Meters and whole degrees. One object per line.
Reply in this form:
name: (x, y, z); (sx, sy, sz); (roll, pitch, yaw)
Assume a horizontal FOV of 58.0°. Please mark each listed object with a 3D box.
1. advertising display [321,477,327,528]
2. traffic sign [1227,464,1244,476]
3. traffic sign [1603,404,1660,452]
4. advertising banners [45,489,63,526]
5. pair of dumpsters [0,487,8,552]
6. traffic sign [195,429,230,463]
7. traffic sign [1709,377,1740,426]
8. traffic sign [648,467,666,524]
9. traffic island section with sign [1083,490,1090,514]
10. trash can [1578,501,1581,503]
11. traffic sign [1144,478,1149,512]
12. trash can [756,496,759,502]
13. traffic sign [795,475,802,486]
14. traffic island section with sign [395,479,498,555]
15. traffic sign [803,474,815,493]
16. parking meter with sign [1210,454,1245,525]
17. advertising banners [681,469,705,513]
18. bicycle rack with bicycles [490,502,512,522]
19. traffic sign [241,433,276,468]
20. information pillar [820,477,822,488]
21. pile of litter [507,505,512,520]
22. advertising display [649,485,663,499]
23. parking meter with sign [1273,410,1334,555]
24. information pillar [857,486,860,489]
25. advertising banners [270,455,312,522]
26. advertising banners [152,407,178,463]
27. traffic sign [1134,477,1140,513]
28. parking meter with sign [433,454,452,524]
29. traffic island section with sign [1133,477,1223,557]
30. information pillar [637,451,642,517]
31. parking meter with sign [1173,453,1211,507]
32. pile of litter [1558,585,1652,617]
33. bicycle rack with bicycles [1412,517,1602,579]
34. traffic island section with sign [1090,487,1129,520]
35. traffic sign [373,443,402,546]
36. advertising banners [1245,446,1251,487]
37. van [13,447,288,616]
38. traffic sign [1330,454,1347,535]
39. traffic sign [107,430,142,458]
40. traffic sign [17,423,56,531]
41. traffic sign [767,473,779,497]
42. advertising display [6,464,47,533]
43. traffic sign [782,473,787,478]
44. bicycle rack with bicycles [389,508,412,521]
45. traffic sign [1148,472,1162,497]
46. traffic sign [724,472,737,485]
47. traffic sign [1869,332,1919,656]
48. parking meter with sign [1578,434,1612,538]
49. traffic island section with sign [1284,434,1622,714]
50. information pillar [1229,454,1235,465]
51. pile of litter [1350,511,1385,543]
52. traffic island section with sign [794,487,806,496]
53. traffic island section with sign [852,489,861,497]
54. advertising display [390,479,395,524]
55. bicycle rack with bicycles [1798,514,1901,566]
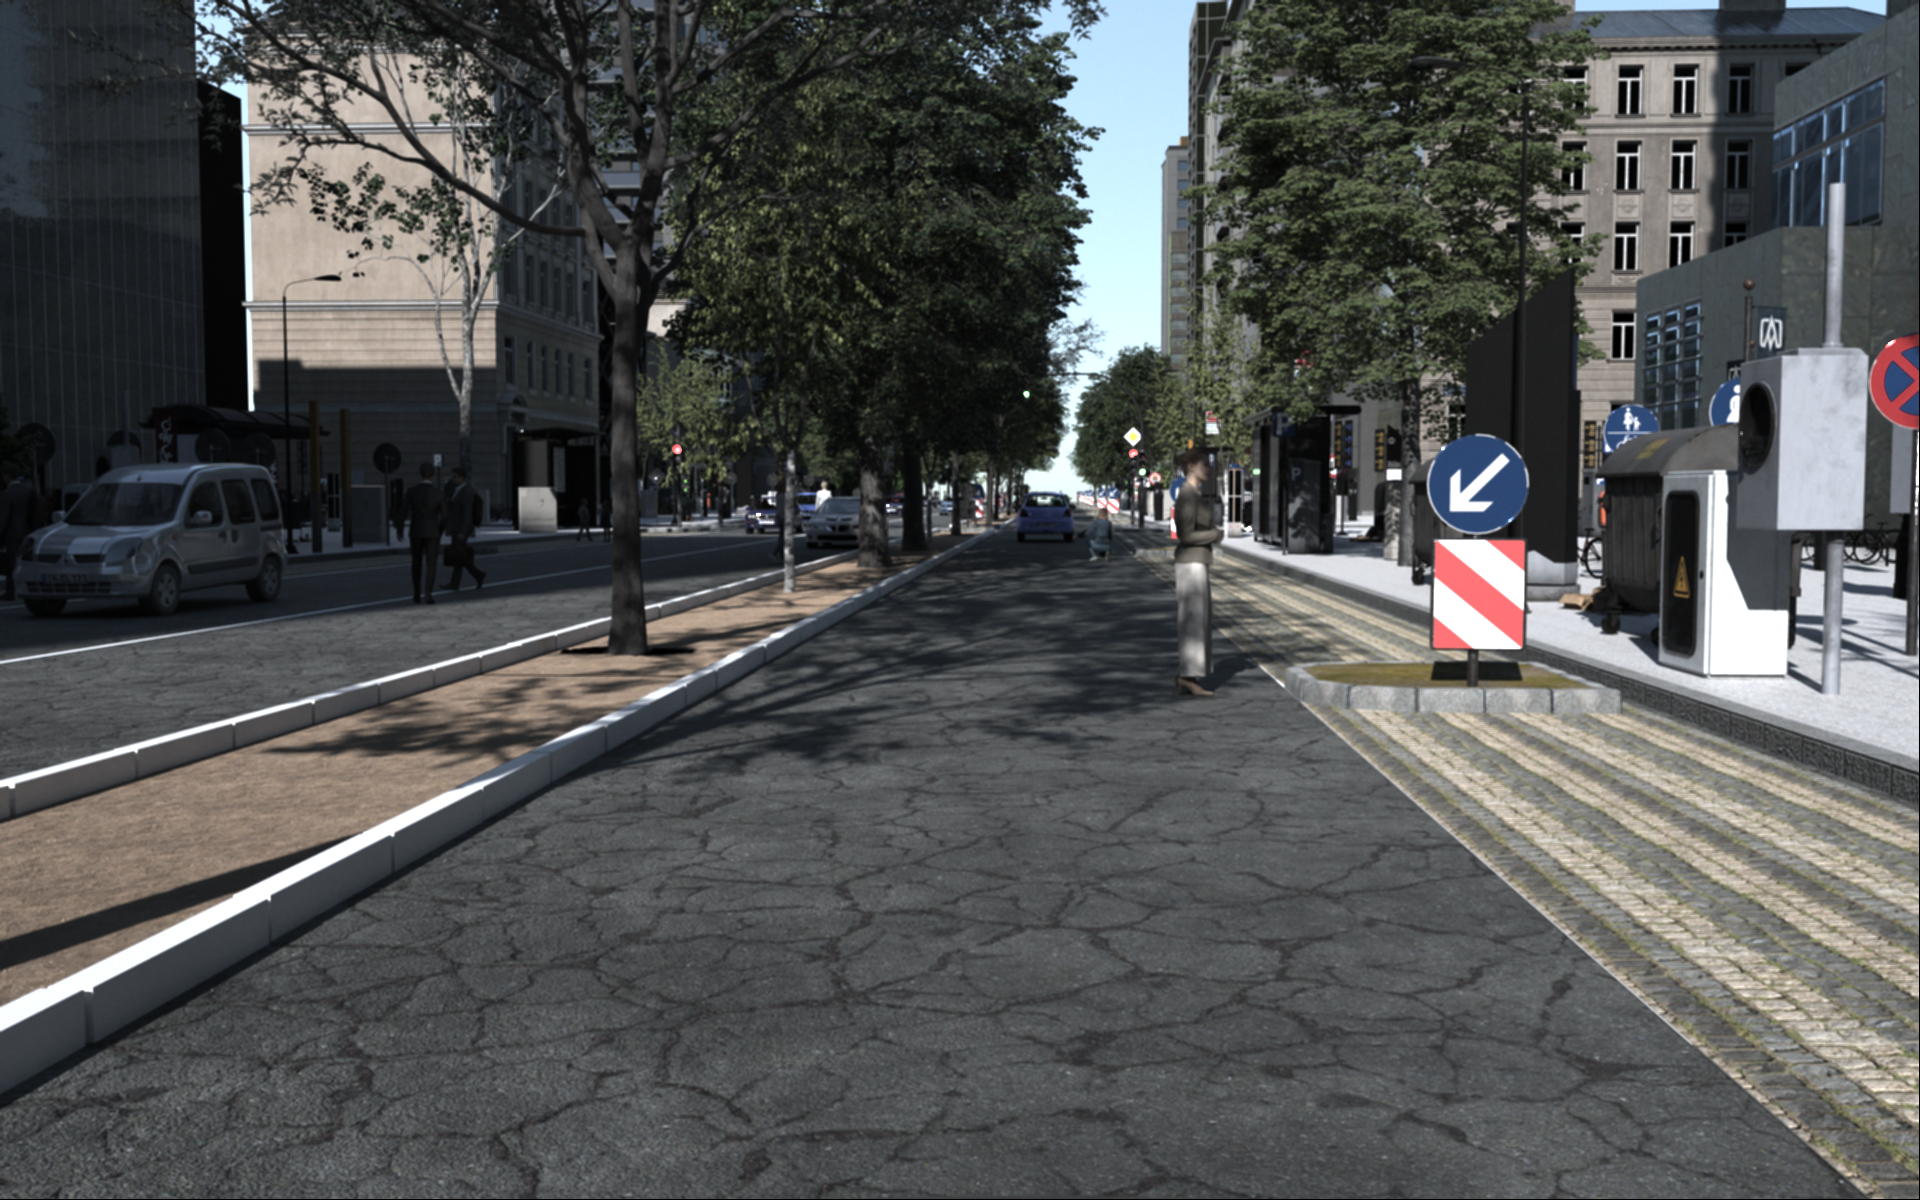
advertising display: (-24.253, -3.702, 65.747); (0.123, 1.923, 0.974); (1, 4, 19)
traffic sign: (11.476, -4.418, 72.340); (0.768, 2.556, 0.104); (0, 4, 5)
traffic sign: (9.535, -1.503, 24.683); (0.768, 2.556, 0.104); (0, 4, 7)
advertising banners: (-22.417, -2.761, 41.324); (2.074, 3.025, 0.090); (0, 4, -1)
pair of dumpsters: (-17.928, -1.634, 29.212); (1.574, 2.255, 4.437); (0, 4, 3)
traffic sign: (-14.596, -2.061, 33.809); (0.768, 2.556, 0.104); (1, 4, 12)
traffic sign: (8.484, -1.141, 18.761); (0.768, 2.556, 0.104); (1, 4, 9)
traffic sign: (-12.902, -4.439, 73.757); (0.795, 2.450, 0.064); (0, 4, 6)
traffic island section with sign: (9.938, -6.985, 122.836); (1.989, 1.847, 2.006); (0, 4, 3)
trash can: (11.992, -1.404, 34.603); (0.748, 1.137, 0.748); (0, 3, 0)
traffic sign: (11.151, -6.270, 104.649); (0.606, 2.300, 0.079); (1, 4, 8)
trash can: (-13.627, -6.293, 114.541); (0.748, 1.137, 0.748); (0, 3, 0)
traffic sign: (-11.149, -7.203, 117.769); (0.884, 2.594, 0.081); (1, 4, 9)
traffic island section with sign: (-12.198, -2.008, 41.467); (1.989, 1.847, 2.006); (0, 4, 3)
traffic sign: (-9.827, -6.878, 112.553); (0.768, 2.556, 0.104); (1, 4, 10)
parking meter with sign: (11.416, -4.624, 71.859); (1.738, 3.016, 0.543); (0, 4, 1)
advertising banners: (-18.973, -7.734, 122.634); (2.074, 3.025, 0.090); (-2, 4, -31)
bicycle rack with bicycles: (-21.877, -4.019, 79.085); (2.925, 0.926, 2.852); (-1, 4, -13)
traffic sign: (-14.700, -2.214, 36.301); (0.768, 2.556, 0.104); (0, 4, 7)
information pillar: (-10.988, -8.938, 137.495); (0.183, 3.616, 0.504); (-1, 4, -15)
pile of litter: (-21.680, -4.369, 85.392); (1.176, 0.858, 1.719); (2, 4, 26)
advertising display: (-21.887, -7.301, 124.589); (0.974, 1.923, 0.123); (-1, 4, -14)
parking meter with sign: (7.364, -2.486, 36.913); (0.543, 3.016, 1.738); (3, 5, 42)
information pillar: (-8.522, -9.389, 144.859); (0.183, 3.616, 0.504); (2, 4, 27)
advertising banners: (-30.152, -4.999, 77.919); (0.090, 3.025, 2.074); (3, 5, 42)
advertising banners: (-15.268, -2.367, 34.895); (2.074, 3.025, 0.090); (0, 4, 7)
traffic sign: (12.178, -7.260, 118.800); (0.768, 2.556, 0.104); (1, 4, 12)
parking meter with sign: (-22.152, -4.865, 75.796); (0.543, 3.016, 1.738); (2, 4, 32)
traffic island section with sign: (5.049, -1.939, 40.330); (1.989, 1.847, 2.006); (0, 4, 3)
information pillar: (-17.604, -6.344, 95.077); (0.183, 3.616, 0.504); (1, 4, 11)
parking meter with sign: (10.075, -4.814, 74.971); (1.738, 3.016, 0.543); (2, 4, 32)
pile of litter: (7.195, -0.310, 19.038); (1.176, 0.858, 1.719); (2, 4, 29)
bicycle rack with bicycles: (8.383, -0.839, 27.099); (2.852, 0.926, 2.925); (-1, 4, -12)
traffic island section with sign: (8.330, -5.327, 95.720); (1.989, 1.847, 2.006); (0, 4, 3)
traffic sign: (-14.207, -2.621, 42.957); (0.768, 2.556, 0.104); (1, 4, 11)
advertising banners: (10.697, -4.061, 62.589); (0.090, 3.025, 2.074); (-1, 4, -14)
van: (-10.063, -0.900, 21.728); (2.013, 2.044, 4.112); (0, 4, 4)
traffic sign: (11.861, -3.346, 54.808); (0.768, 2.556, 0.104); (0, 4, 5)
traffic sign: (-16.557, -2.093, 34.322); (0.768, 2.556, 0.104); (1, 4, 10)
traffic sign: (-16.505, -1.884, 30.912); (0.768, 2.556, 0.104); (0, 4, 4)
traffic sign: (-11.486, -6.487, 106.171); (0.768, 2.556, 0.104); (1, 4, 12)
advertising display: (-17.363, -1.635, 31.947); (0.974, 1.923, 0.123); (0, 4, 2)
traffic sign: (-10.330, -6.348, 103.902); (0.768, 2.556, 0.104); (0, 4, 5)
bicycle rack with bicycles: (-27.766, -4.280, 83.360); (2.925, 0.926, 2.852); (-3, 4, -36)
traffic sign: (11.181, -6.065, 99.270); (0.768, 2.556, 0.104); (1, 4, 10)
traffic sign: (-13.216, -6.092, 99.714); (0.768, 2.556, 0.104); (1, 4, 12)
traffic sign: (7.560, -0.831, 13.688); (0.768, 2.556, 0.104); (1, 4, 13)
parking meter with sign: (18.676, -3.345, 50.957); (0.543, 3.016, 1.738); (-1, 4, -10)
traffic island section with sign: (3.356, -0.219, 12.215); (1.989, 1.847, 2.006); (0, 4, 3)
information pillar: (15.674, -6.643, 99.968); (0.504, 3.616, 0.183); (-3, 5, -39)
pile of litter: (11.112, -1.967, 46.127); (1.176, 0.858, 1.719); (-1, 4, -17)
traffic island section with sign: (-8.936, -5.372, 96.456); (1.989, 1.847, 2.006); (0, 4, 3)
traffic island section with sign: (-7.335, -7.018, 123.364); (1.989, 1.847, 2.006); (0, 4, 3)
advertising display: (-24.473, -4.287, 75.305); (0.123, 1.923, 0.974); (0, 4, 8)
bicycle rack with bicycles: (16.679, -1.147, 32.133); (2.852, 0.926, 2.925); (-2, 4, -34)
